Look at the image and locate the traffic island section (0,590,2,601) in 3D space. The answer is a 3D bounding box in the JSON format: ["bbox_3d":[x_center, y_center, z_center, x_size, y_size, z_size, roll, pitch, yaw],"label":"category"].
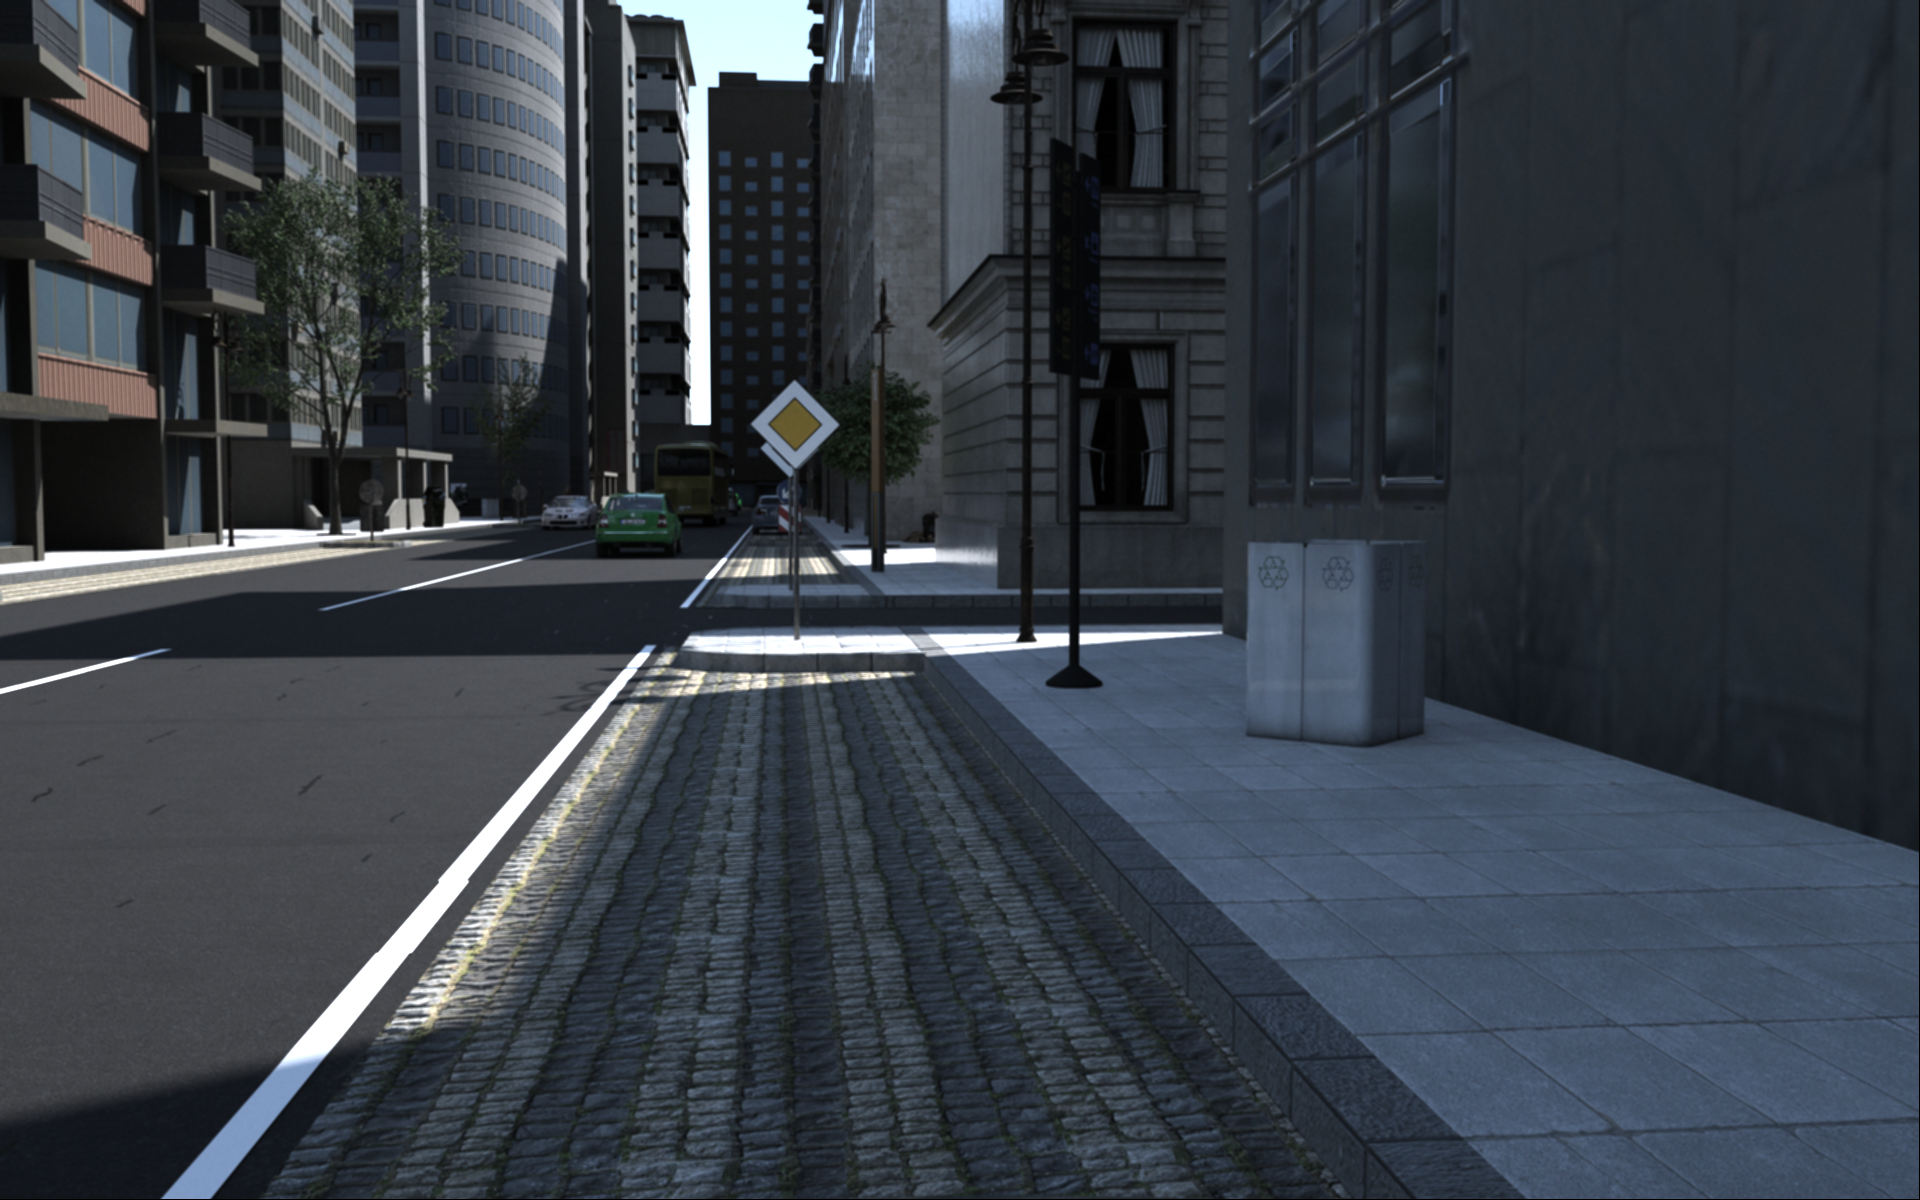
[{"bbox_3d":[-13.625,0.017,22.007,2.009,0.180,2.903,0,4,-6],"label":"traffic island section"}]

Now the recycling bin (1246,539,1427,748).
[{"bbox_3d":[2.003,0.204,9.213,0.722,1.027,0.722,3,5,39],"label":"recycling bin"}]

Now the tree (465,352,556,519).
[{"bbox_3d":[-22.933,-8.468,88.809,4.737,8.622,4.395,0,3,0],"label":"tree"}]

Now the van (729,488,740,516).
[{"bbox_3d":[-15.533,-6.559,114.257,2.013,2.044,4.112,0,4,-5],"label":"van"}]

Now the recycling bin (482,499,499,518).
[{"bbox_3d":[-25.136,-4.903,92.716,0.722,1.027,0.722,-3,4,-36],"label":"recycling bin"}]

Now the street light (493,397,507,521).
[{"bbox_3d":[-21.967,-6.731,82.831,0.468,5.910,1.993,0,4,-6],"label":"street light"}]

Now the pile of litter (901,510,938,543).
[{"bbox_3d":[-1.040,-1.966,46.116,1.176,0.858,1.719,1,4,19],"label":"pile of litter"}]

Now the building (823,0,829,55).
[{"bbox_3d":[-1.465,-28.068,109.021,14.600,45.320,14.200,0,4,-6],"label":"building"}]

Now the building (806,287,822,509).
[{"bbox_3d":[-0.106,-19.293,160.484,27.650,21.520,28.899,0,4,-6],"label":"building"}]

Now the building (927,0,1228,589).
[{"bbox_3d":[9.036,-10.016,28.390,19.286,19.102,10.561,0,4,-6],"label":"building"}]

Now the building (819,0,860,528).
[{"bbox_3d":[3.495,-16.946,81.585,19.350,26.468,34.151,0,4,-6],"label":"building"}]

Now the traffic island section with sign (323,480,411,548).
[{"bbox_3d":[-15.864,-2.317,46.511,1.989,1.847,2.006,0,4,-6],"label":"traffic island section with sign"}]

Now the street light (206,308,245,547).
[{"bbox_3d":[-17.790,-4.240,42.107,0.468,5.910,1.993,0,4,-6],"label":"street light"}]

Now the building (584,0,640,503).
[{"bbox_3d":[-41.196,-32.776,159.586,21.600,48.544,21.300,0,4,-6],"label":"building"}]

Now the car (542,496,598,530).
[{"bbox_3d":[-15.879,-3.568,70.696,2.083,1.381,4.827,0,4,-5],"label":"car"}]

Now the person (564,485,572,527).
[{"bbox_3d":[-17.285,-4.157,76.438,0.573,1.828,0.580,-2,4,-34],"label":"person"}]

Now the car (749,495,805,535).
[{"bbox_3d":[-6.559,-3.060,62.028,2.014,1.417,4.499,0,4,-6],"label":"car"}]

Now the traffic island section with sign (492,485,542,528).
[{"bbox_3d":[-18.656,-3.957,73.322,1.989,1.847,2.006,0,4,-6],"label":"traffic island section with sign"}]

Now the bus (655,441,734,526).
[{"bbox_3d":[-12.224,-5.414,80.061,2.896,3.916,12.252,0,4,-4],"label":"bus"}]

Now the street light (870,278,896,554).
[{"bbox_3d":[-1.652,-3.943,37.251,0.468,5.910,1.993,0,4,-6],"label":"street light"}]

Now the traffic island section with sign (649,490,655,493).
[{"bbox_3d":[-26.735,-8.686,150.640,1.989,1.847,2.006,0,4,-6],"label":"traffic island section with sign"}]

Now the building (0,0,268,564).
[{"bbox_3d":[-27.423,-23.166,33.383,22.147,44.769,28.867,0,4,-6],"label":"building"}]

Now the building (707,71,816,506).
[{"bbox_3d":[-19.755,-32.884,187.768,14.200,45.320,14.600,0,4,-6],"label":"building"}]

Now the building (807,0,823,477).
[{"bbox_3d":[-0.285,-29.122,130.771,22.147,44.769,28.867,0,4,-6],"label":"building"}]

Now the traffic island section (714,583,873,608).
[{"bbox_3d":[-2.245,-0.055,23.186,2.009,0.180,2.903,0,4,-6],"label":"traffic island section"}]

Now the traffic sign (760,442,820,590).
[{"bbox_3d":[-2.268,-1.190,23.107,0.795,2.450,0.064,0,4,-6],"label":"traffic sign"}]

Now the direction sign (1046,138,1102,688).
[{"bbox_3d":[0.765,-1.193,11.507,0.379,3.537,0.876,2,4,24],"label":"direction sign"}]

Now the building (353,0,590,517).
[{"bbox_3d":[-35.697,-34.639,108.344,21.231,58.520,28.212,0,4,-6],"label":"building"}]

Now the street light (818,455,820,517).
[{"bbox_3d":[-7.875,-7.591,96.897,0.468,5.910,1.993,0,4,-6],"label":"street light"}]

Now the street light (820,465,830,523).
[{"bbox_3d":[-5.862,-6.374,77.009,0.468,5.910,1.993,0,4,-6],"label":"street light"}]

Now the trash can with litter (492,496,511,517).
[{"bbox_3d":[-25.471,-5.174,95.989,1.055,1.170,0.624,-3,5,-41],"label":"trash can with litter"}]

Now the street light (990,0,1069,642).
[{"bbox_3d":[0.580,-2.574,14.876,0.468,5.910,1.993,0,4,-6],"label":"street light"}]

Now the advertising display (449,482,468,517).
[{"bbox_3d":[-27.752,-5.545,95.879,0.974,1.923,0.123,-1,4,-18],"label":"advertising display"}]

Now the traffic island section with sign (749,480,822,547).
[{"bbox_3d":[-4.810,-2.389,47.683,1.989,1.847,2.006,0,4,-6],"label":"traffic island section with sign"}]

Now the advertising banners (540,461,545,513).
[{"bbox_3d":[-22.638,-5.973,93.849,0.090,3.025,2.074,-1,4,-10],"label":"advertising banners"}]

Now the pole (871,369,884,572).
[{"bbox_3d":[-1.355,-2.116,28.443,0.158,3.312,0.155,0,3,0],"label":"pole"}]

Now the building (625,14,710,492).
[{"bbox_3d":[-41.320,-36.872,192.091,27.495,52.752,28.713,0,4,-6],"label":"building"}]

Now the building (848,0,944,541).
[{"bbox_3d":[1.980,-12.277,55.477,10.420,20.320,16.860,0,4,-6],"label":"building"}]

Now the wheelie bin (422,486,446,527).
[{"bbox_3d":[-20.269,-3.605,66.853,0.693,1.594,0.980,2,4,34],"label":"wheelie bin"}]

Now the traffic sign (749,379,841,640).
[{"bbox_3d":[-1.439,-0.705,15.165,0.795,2.450,0.064,0,4,-6],"label":"traffic sign"}]

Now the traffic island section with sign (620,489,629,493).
[{"bbox_3d":[-23.938,-7.046,123.830,1.989,1.847,2.006,0,4,-6],"label":"traffic island section with sign"}]

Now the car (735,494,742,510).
[{"bbox_3d":[-20.382,-8.892,154.184,1.959,1.807,4.718,0,4,-5],"label":"car"}]

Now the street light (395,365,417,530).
[{"bbox_3d":[-19.835,-5.462,62.093,0.468,5.910,1.993,0,4,-6],"label":"street light"}]

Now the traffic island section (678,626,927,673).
[{"bbox_3d":[-1.416,0.430,15.244,2.009,0.180,2.903,0,4,-6],"label":"traffic island section"}]

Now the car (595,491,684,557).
[{"bbox_3d":[-7.528,-1.960,40.835,1.959,1.807,4.718,0,4,-6],"label":"car"}]

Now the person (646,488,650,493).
[{"bbox_3d":[-20.790,-6.533,115.189,0.709,1.838,0.599,0,4,-4],"label":"person"}]

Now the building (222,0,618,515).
[{"bbox_3d":[-43.782,-27.110,135.123,32.217,40.220,23.993,0,4,-6],"label":"building"}]

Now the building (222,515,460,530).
[{"bbox_3d":[-37.497,-22.945,67.031,32.217,40.220,23.993,0,4,-6],"label":"building"}]

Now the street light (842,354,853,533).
[{"bbox_3d":[-3.754,-5.159,57.130,0.468,5.910,1.993,0,4,-6],"label":"street light"}]

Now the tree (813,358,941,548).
[{"bbox_3d":[-2.095,-3.567,42.034,4.285,4.588,4.351,0,3,0],"label":"tree"}]

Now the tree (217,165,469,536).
[{"bbox_3d":[-19.439,-7.838,53.914,9.928,11.665,9.643,0,3,0],"label":"tree"}]
